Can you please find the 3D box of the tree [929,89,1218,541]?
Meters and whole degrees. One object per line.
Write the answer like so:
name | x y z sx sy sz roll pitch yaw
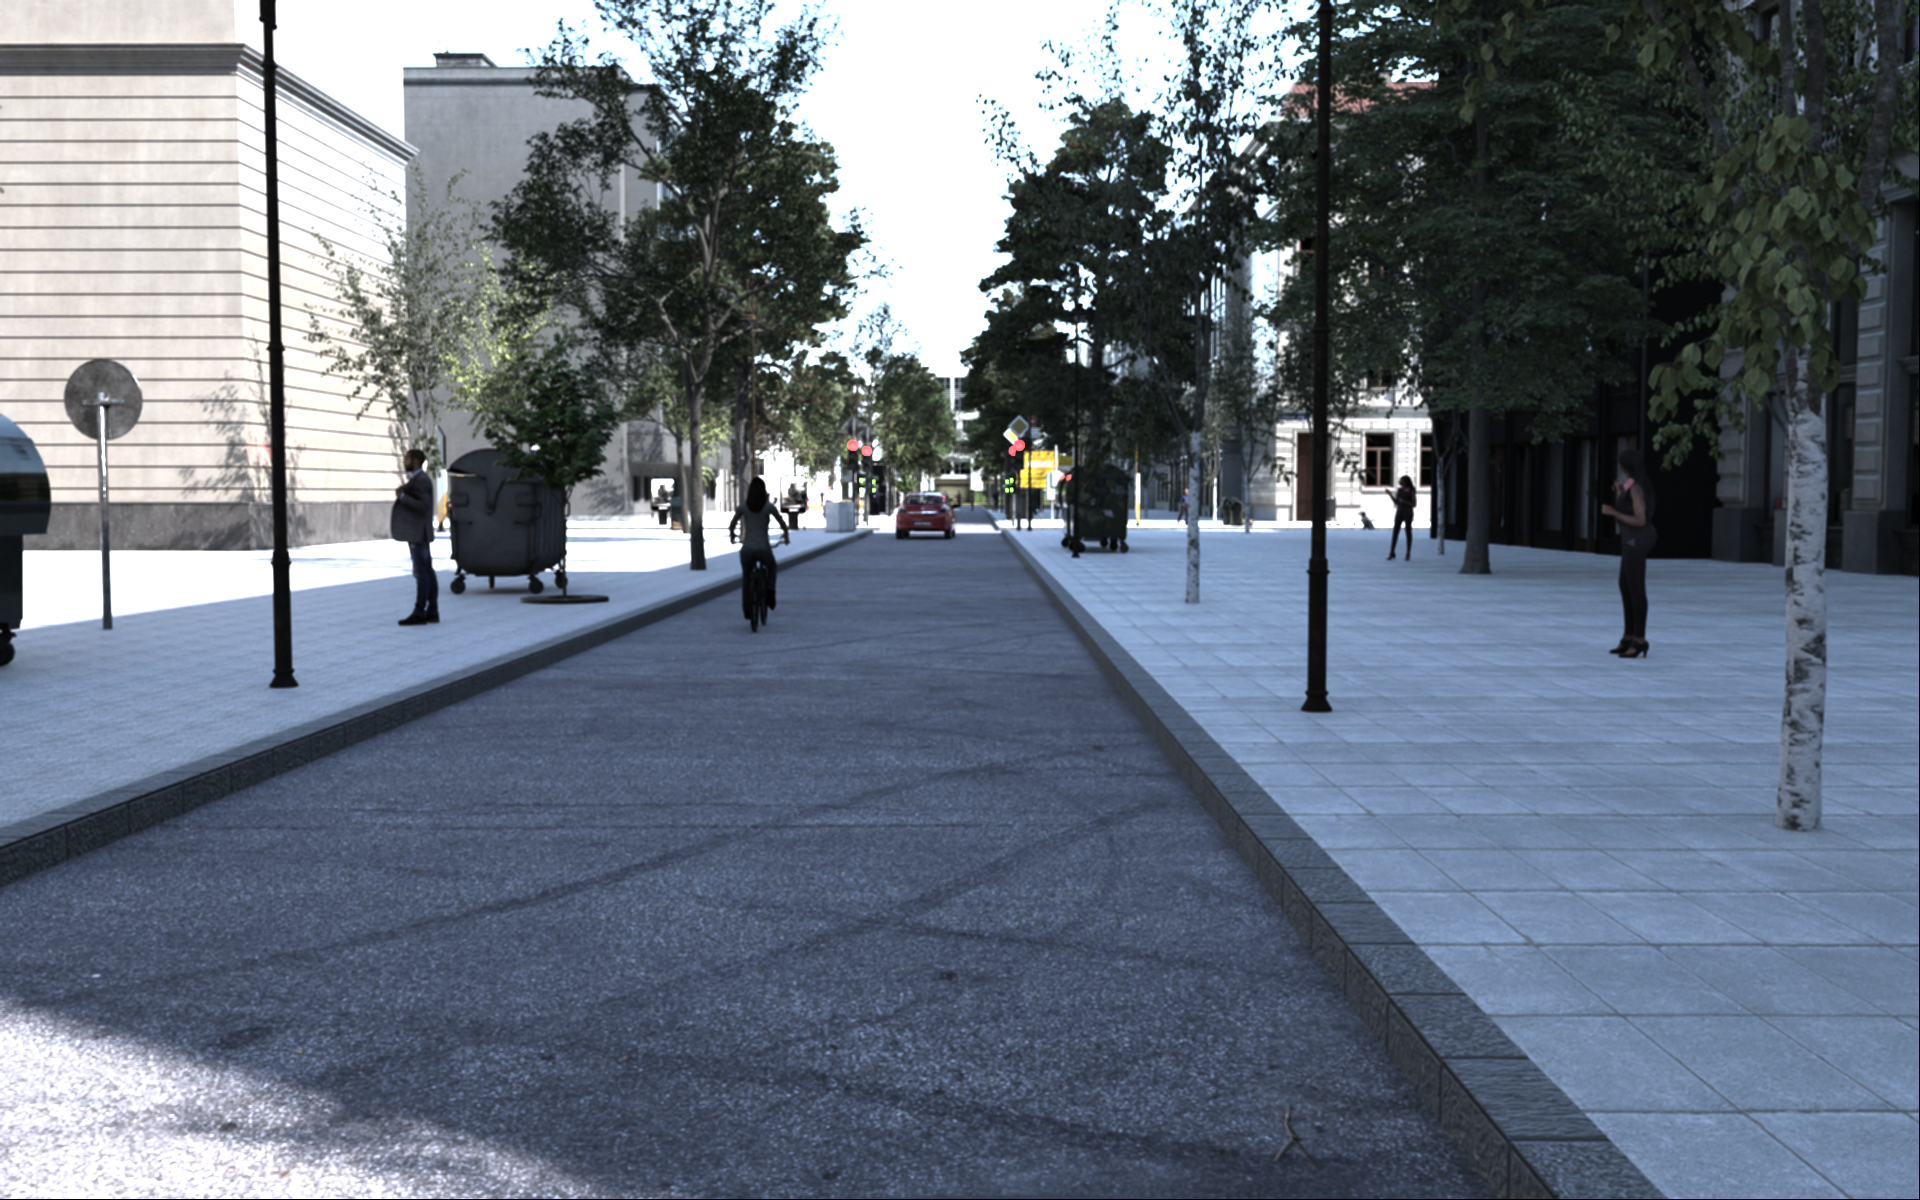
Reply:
tree | 3.678 -7.648 47.102 6.751 12.117 7.091 0 3 0

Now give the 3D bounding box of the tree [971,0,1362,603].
tree | 2.556 -4.279 20.328 4.360 8.622 3.978 0 3 0

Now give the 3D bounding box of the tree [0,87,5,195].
tree | -11.880 -4.127 17.831 4.360 8.622 3.978 0 3 0

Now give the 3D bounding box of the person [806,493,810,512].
person | -10.970 -7.053 123.066 0.593 1.614 0.444 2 4 30

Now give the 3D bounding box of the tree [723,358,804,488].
tree | -10.654 -8.546 90.092 4.360 8.622 3.978 0 3 0

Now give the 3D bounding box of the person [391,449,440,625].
person | -5.394 -0.625 17.075 0.431 1.722 0.655 0 4 -6

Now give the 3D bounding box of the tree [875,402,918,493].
tree | -4.261 -13.692 149.625 9.928 11.665 9.643 0 3 0

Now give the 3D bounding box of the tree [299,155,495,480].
tree | -11.789 -5.316 37.283 4.360 8.622 3.978 0 3 0

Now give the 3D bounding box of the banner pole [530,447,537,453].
banner pole | -16.489 -4.771 68.026 0.863 3.779 0.401 -2 4 -27

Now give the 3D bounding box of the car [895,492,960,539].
car | -1.091 -2.907 56.563 2.155 1.783 4.494 0 4 2

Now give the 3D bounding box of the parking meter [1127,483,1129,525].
parking meter | 6.780 -4.035 71.679 0.255 1.863 0.399 -2 4 -26

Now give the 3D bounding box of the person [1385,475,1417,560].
person | 8.531 -1.593 33.552 0.593 1.643 0.415 0 4 7

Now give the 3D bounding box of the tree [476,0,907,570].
tree | -4.660 -5.770 28.752 8.767 10.594 7.601 3 4 37

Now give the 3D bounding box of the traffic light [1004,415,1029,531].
traffic light | 2.051 -4.371 60.718 0.839 4.213 0.868 0 4 0

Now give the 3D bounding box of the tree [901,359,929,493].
tree | -3.740 -13.206 137.980 6.751 12.117 7.091 0 3 0

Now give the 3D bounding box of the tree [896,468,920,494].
tree | -3.998 -7.968 124.874 1.663 3.219 1.824 0 3 0

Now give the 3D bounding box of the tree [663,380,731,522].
tree | -11.207 -7.808 78.030 4.737 8.622 4.395 0 3 0

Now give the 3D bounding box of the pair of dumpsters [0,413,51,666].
pair of dumpsters | -7.565 -0.508 10.795 1.574 2.255 4.436 0 4 1

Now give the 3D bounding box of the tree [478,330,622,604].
tree | -4.853 -1.588 20.558 1.663 3.219 1.824 0 3 0

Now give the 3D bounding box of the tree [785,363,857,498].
tree | -8.890 -8.916 96.136 4.737 8.622 4.395 0 3 0

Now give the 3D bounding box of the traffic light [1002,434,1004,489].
traffic light | 2.103 -4.860 68.703 0.839 4.213 0.868 0 4 0

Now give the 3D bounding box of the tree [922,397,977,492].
tree | -3.538 -17.467 195.946 12.009 13.543 11.850 0 3 0

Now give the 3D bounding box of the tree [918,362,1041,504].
tree | 3.811 -11.442 112.826 9.928 11.665 9.643 0 3 0

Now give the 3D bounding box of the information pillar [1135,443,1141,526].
information pillar | 7.099 -4.764 69.239 0.183 3.616 0.504 0 4 -6

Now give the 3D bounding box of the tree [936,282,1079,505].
tree | 3.391 -11.763 99.755 7.806 13.903 7.818 0 3 0

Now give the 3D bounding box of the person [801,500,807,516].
person | -9.428 -5.711 101.369 0.963 1.587 0.435 0 4 -6

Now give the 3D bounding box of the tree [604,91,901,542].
tree | -5.685 -7.536 45.268 6.751 12.117 7.091 0 3 0

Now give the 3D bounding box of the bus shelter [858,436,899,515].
bus shelter | -5.099 -8.005 108.519 2.179 5.291 8.768 0 4 0

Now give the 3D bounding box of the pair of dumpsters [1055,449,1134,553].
pair of dumpsters | 3.055 -2.270 39.603 1.574 2.255 4.436 0 4 1

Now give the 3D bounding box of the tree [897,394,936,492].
tree | -4.030 -16.654 179.720 7.806 13.903 7.818 0 3 0

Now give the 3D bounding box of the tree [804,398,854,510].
tree | -8.648 -10.067 114.955 4.360 8.622 3.978 0 3 0

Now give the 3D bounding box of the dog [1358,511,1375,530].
dog | 15.063 -2.856 63.530 0.800 0.831 0.513 3 5 40

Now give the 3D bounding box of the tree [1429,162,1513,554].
tree | 10.073 -5.269 36.504 4.360 8.622 3.978 0 3 0

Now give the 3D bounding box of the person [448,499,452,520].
person | -18.851 -3.310 64.827 0.614 1.554 0.590 -2 4 -32

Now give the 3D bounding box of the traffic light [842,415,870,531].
traffic light | -3.711 -4.373 60.740 0.839 4.213 0.868 0 4 0

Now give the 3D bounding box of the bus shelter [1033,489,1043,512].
bus shelter | 5.049 -7.905 123.169 2.014 3.302 5.546 0 4 1

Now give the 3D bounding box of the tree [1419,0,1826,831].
tree | 2.992 -3.430 6.446 4.737 8.622 4.395 0 3 0

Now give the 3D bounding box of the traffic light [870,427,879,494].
traffic light | -3.658 -4.861 68.725 0.839 4.213 0.868 0 4 0

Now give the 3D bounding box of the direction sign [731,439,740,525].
direction sign | -9.217 -4.841 71.154 0.379 3.537 0.876 -2 4 -27

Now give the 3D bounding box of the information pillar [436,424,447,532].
information pillar | -17.422 -4.088 58.186 0.504 3.616 0.183 3 5 45

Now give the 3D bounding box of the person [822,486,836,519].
person | -6.836 -5.070 89.871 0.756 1.711 0.436 1 4 20

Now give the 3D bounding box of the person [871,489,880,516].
person | -4.889 -5.697 99.900 0.576 1.737 0.504 1 4 10

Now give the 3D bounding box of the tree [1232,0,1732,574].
tree | 8.320 -6.717 27.951 7.486 12.596 7.792 0 3 0

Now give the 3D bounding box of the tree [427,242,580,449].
tree | -12.807 -6.024 48.855 4.737 8.622 4.395 0 3 0

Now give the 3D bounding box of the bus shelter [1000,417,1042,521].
bus shelter | 3.133 -6.674 86.758 2.179 5.291 8.768 0 4 0

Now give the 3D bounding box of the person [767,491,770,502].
person | -13.803 -7.071 123.929 0.482 1.546 0.388 -1 4 -11

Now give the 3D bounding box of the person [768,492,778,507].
person | -15.230 -8.046 140.787 0.799 1.438 0.628 -2 4 -25

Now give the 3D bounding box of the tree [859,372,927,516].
tree | -4.030 -9.237 101.388 4.737 8.622 4.395 0 3 0
